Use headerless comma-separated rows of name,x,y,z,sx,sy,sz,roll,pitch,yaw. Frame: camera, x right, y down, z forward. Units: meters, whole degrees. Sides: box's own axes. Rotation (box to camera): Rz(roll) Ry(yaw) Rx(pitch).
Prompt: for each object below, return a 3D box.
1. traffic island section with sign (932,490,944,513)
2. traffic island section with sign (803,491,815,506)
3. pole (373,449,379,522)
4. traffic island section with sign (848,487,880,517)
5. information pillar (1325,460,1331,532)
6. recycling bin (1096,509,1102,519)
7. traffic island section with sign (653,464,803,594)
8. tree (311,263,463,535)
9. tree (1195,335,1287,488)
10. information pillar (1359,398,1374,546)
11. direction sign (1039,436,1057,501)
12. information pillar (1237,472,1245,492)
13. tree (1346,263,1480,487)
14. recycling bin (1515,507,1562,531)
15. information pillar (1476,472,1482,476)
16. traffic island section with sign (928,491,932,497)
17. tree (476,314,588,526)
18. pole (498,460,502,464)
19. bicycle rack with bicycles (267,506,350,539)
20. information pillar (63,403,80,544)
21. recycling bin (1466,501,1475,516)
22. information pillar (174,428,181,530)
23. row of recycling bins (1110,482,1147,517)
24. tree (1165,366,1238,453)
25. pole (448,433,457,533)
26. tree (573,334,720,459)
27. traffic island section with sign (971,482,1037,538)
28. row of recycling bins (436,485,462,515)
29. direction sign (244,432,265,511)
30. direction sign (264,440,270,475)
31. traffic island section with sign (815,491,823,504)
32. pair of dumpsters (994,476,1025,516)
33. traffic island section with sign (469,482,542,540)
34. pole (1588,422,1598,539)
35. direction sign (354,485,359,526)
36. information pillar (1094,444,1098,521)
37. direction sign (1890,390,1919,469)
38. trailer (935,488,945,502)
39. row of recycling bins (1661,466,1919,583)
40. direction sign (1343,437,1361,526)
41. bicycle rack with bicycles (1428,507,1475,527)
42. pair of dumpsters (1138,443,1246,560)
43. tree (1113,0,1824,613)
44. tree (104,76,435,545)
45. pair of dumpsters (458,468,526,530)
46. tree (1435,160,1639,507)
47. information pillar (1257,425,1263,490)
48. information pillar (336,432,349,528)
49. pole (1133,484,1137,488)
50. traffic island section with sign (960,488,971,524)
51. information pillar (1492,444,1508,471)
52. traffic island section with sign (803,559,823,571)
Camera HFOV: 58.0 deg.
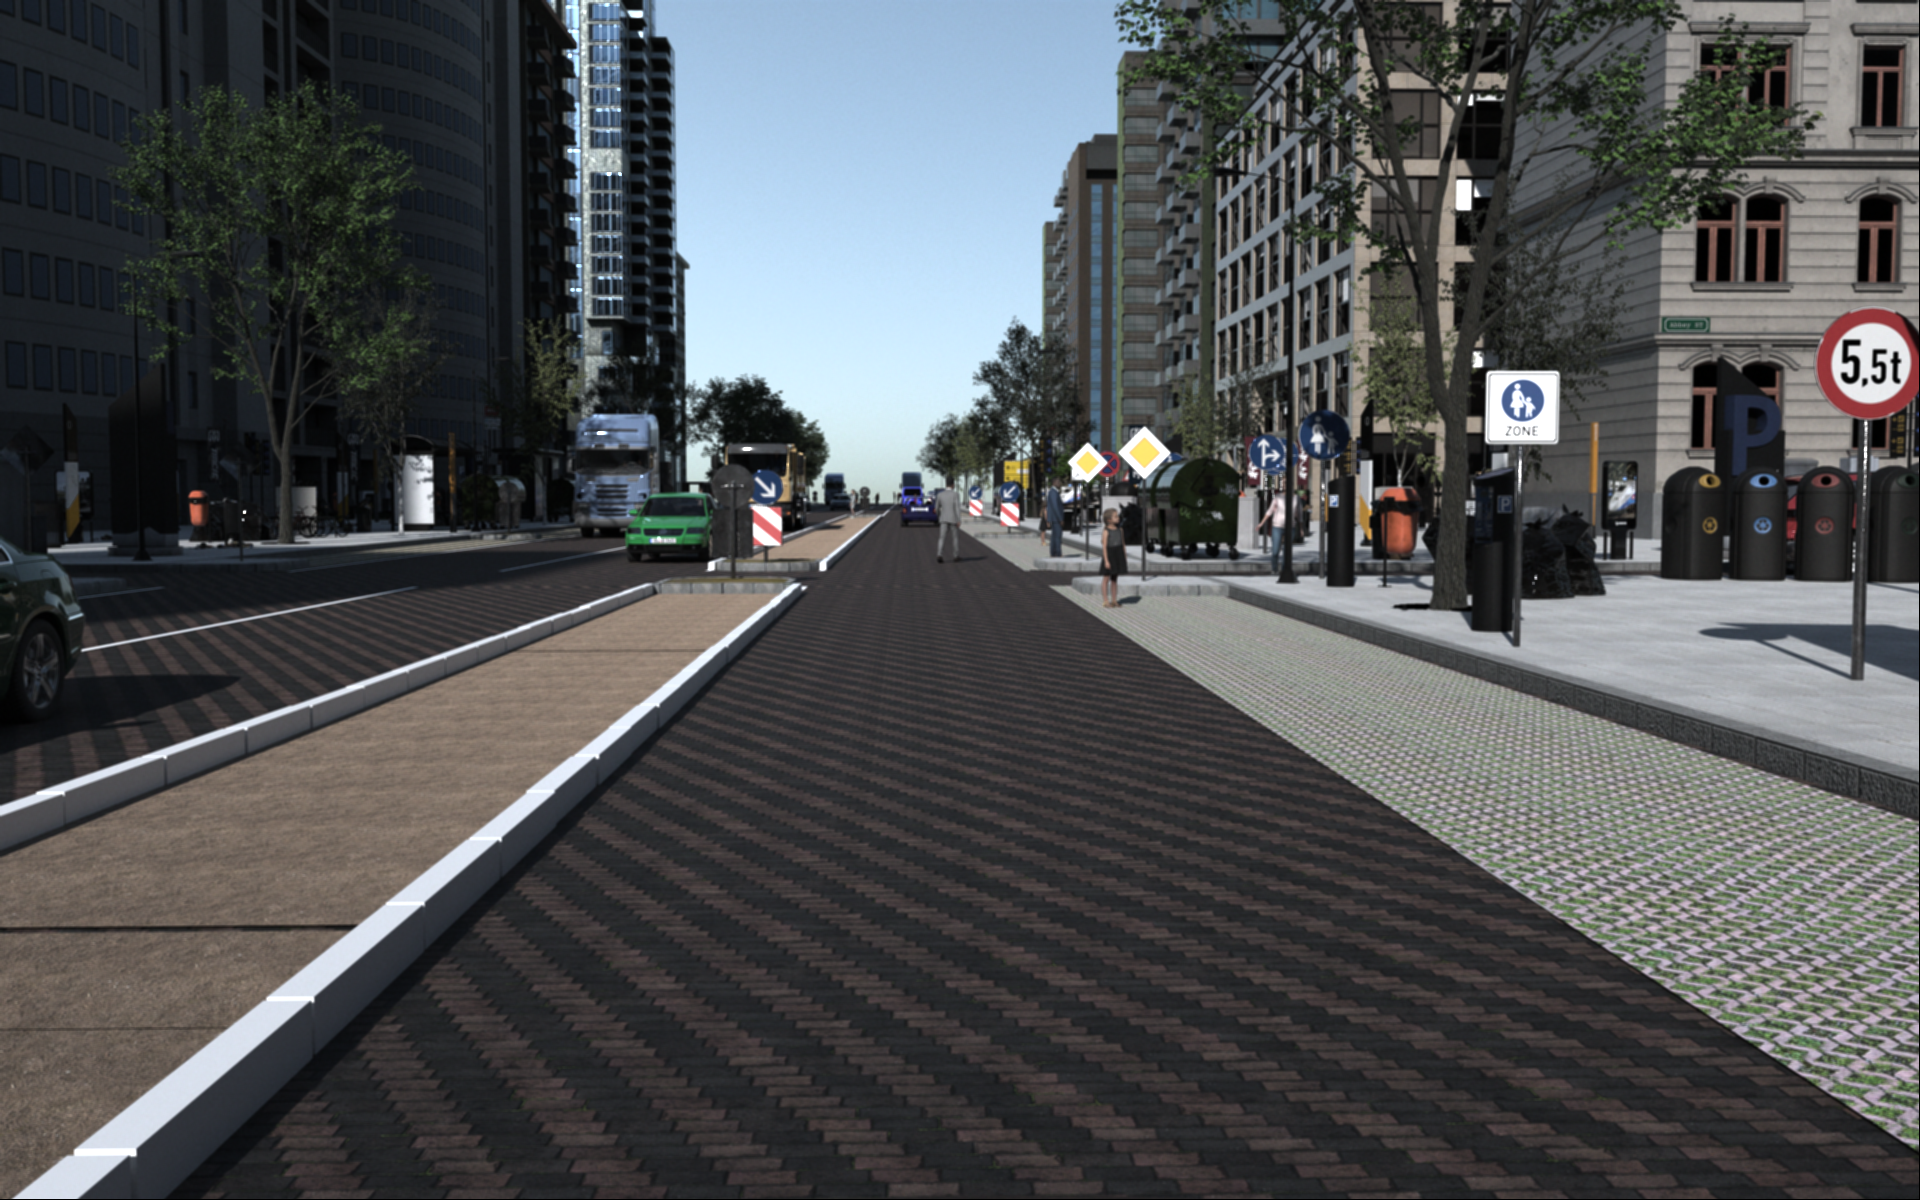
traffic island section with sign,-0.917,-7.643,133.583,1.989,1.847,2.006,0,4,-2
traffic island section with sign,-19.353,-12.612,214.840,1.989,1.847,2.006,0,4,-2
pole,-26.683,-5.217,79.145,0.158,3.312,0.155,0,3,0
traffic island section with sign,-5.970,-6.118,108.160,2.006,1.907,1.989,0,4,-2
information pillar,12.292,-4.073,57.942,0.183,3.616,0.504,2,4,28
recycling bin,7.503,-4.758,90.341,0.722,1.027,0.722,1,4,20
traffic island section with sign,-3.432,-1.071,25.653,2.006,1.907,1.989,0,4,-2
tree,-17.909,-6.369,54.498,4.360,8.622,3.978,0,3,0
tree,12.966,-7.897,79.476,4.360,8.622,3.978,0,3,0
information pillar,10.002,-3.135,42.606,0.183,3.616,0.504,-1,4,-16
direction sign,3.365,-4.666,68.283,0.379,3.537,0.876,-2,4,-30
information pillar,9.134,-3.201,56.823,0.304,2.012,0.304,2,4,32
tree,14.129,-6.403,55.044,4.737,8.622,4.395,0,3,0
recycling bin,11.066,-1.270,33.311,0.722,1.027,0.722,-1,4,-21
information pillar,17.416,-3.264,57.866,0.304,2.012,0.304,0,4,-6
traffic island section with sign,-1.746,-9.290,160.526,1.989,1.847,2.006,0,4,-2
tree,-17.141,-7.341,70.382,4.737,8.622,4.395,0,3,0
pole,-25.737,-6.309,97.002,0.158,3.312,0.155,0,3,0
bicycle rack with bicycles,-19.492,-2.316,51.251,2.925,0.926,2.852,-3,5,-42
information pillar,-22.941,-3.263,44.703,0.183,3.616,0.504,0,4,4
recycling bin,19.779,-3.313,66.722,0.722,1.027,0.722,-2,4,-33
information pillar,-27.688,-4.272,61.199,0.183,3.616,0.504,-2,4,-26
row of recycling bins,6.644,-3.114,58.028,3.534,1.692,1.069,-2,4,-28
tree,13.567,-9.086,98.920,4.737,8.622,4.395,0,3,0
pole,-16.912,-3.908,57.731,0.158,3.312,0.155,0,3,0
tree,-18.149,-10.155,100.447,8.767,10.594,7.601,-1,4,-11
traffic island section with sign,1.464,-2.926,56.464,1.989,1.847,2.006,0,4,-2
row of recycling bins,-23.371,-4.574,81.890,3.534,1.692,1.069,-2,4,-33
direction sign,-26.049,-4.382,63.637,0.876,3.537,0.379,3,5,44
direction sign,-29.092,-4.903,72.161,0.379,3.537,0.876,2,4,23
traffic island section with sign,-20.186,-14.274,242.011,1.989,1.847,2.006,0,4,-2
pair of dumpsters,2.808,-5.834,97.886,1.574,2.255,4.437,0,4,-2
traffic island section with sign,-14.437,-2.847,55.181,1.989,1.847,2.006,0,4,-2
pole,18.055,-3.396,49.370,0.158,3.312,0.155,0,3,0
direction sign,-24.326,-4.768,69.947,0.379,3.537,0.876,0,4,-6
information pillar,6.335,-5.511,81.465,0.183,3.616,0.504,-1,4,-14
direction sign,20.113,-2.734,36.704,0.379,3.537,0.876,-2,4,-28
trailer,-2.049,-10.216,174.074,1.471,1.999,3.904,0,4,-3
row of recycling bins,12.331,-1.139,25.744,3.534,1.692,1.069,1,4,17
direction sign,15.646,-4.702,68.868,0.876,3.537,0.379,3,4,36
bicycle rack with bicycles,14.432,-2.137,48.322,2.852,0.926,2.925,0,4,6
pair of dumpsters,4.714,-2.016,35.451,1.574,2.255,4.437,0,4,-2
tree,5.344,-5.687,18.742,9.928,11.665,9.643,0,3,0
tree,-17.358,-7.237,44.087,9.928,11.665,9.643,0,3,0
pair of dumpsters,-17.019,-3.703,63.039,1.574,2.255,4.437,0,4,-2
tree,12.612,-5.375,38.241,4.360,8.622,3.978,0,3,0
information pillar,10.201,-4.134,58.951,0.183,3.616,0.504,0,4,-5
information pillar,-23.222,-4.510,65.097,0.183,3.616,0.504,2,4,25
pole,8.869,-5.748,87.821,0.158,3.312,0.155,0,3,0
traffic island section with sign,0.612,-4.574,83.406,1.989,1.847,2.006,0,4,-2
information pillar,10.919,-2.670,35.011,0.183,3.616,0.504,-1,4,-13
traffic island section with sign,-3.650,-1.524,33.057,2.006,1.907,1.989,0,4,-2
